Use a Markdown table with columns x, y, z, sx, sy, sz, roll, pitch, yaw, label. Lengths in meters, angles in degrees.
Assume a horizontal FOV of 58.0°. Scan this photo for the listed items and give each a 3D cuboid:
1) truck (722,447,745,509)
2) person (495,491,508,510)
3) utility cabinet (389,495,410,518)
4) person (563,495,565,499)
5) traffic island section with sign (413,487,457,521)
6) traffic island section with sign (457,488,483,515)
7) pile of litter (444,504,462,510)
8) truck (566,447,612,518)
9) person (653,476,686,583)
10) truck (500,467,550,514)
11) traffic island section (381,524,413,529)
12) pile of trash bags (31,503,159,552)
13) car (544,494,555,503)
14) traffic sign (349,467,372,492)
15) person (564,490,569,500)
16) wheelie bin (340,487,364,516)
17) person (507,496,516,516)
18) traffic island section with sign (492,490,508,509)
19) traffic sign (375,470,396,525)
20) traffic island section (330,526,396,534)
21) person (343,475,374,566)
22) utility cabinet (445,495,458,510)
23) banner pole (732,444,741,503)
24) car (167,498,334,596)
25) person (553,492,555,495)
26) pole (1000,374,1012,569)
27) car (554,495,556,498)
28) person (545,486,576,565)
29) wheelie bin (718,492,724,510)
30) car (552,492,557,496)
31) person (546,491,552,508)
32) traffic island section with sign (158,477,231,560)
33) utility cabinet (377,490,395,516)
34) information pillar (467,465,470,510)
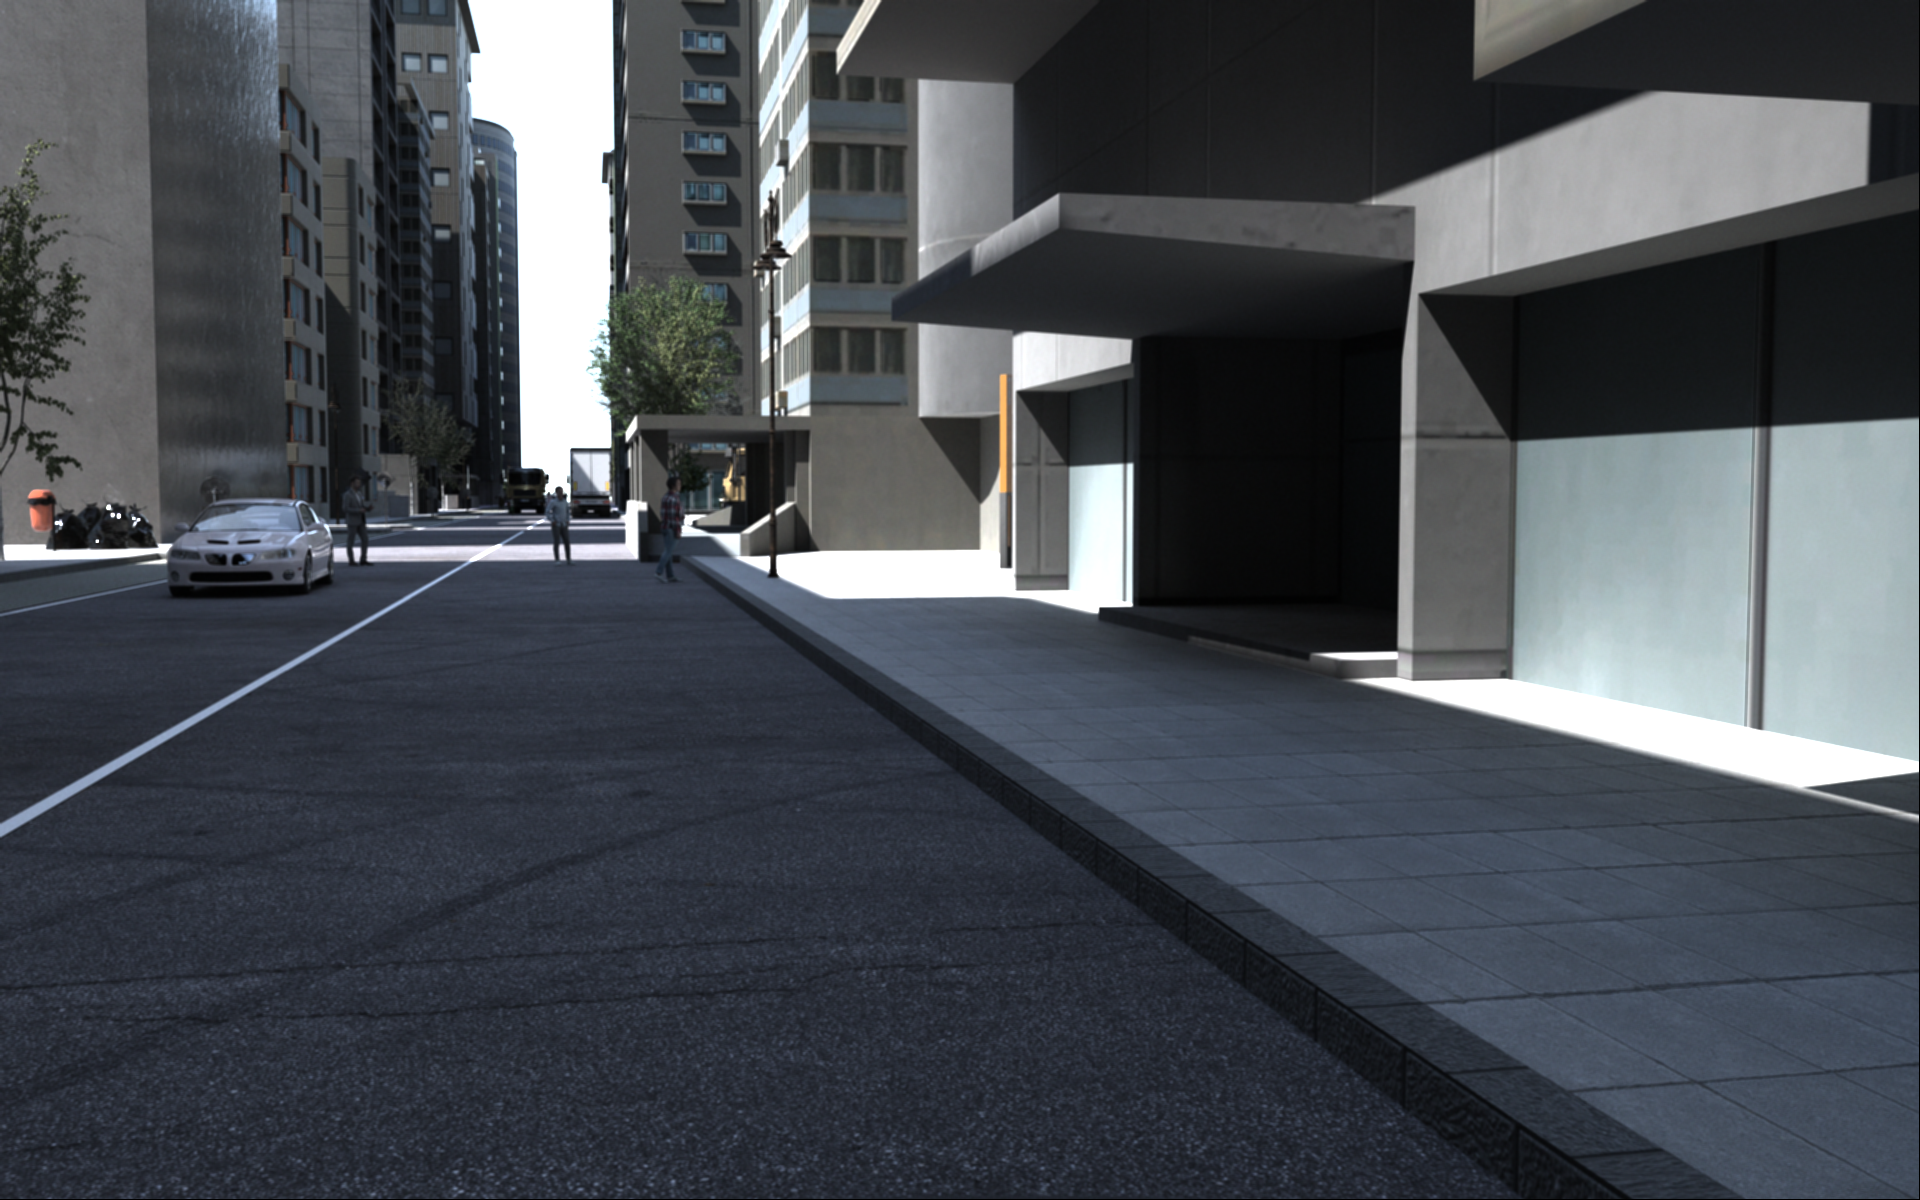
| x | y | z | sx | sy | sz | roll | pitch | yaw | label |
| --- | --- | --- | --- | --- | --- | --- | --- | --- | --- |
| -5.707 | -4.618 | 71.425 | 9.791 | 3.379 | 3.469 | -1 | 4 | -11 | truck |
| -41.404 | -8.999 | 156.369 | 1.217 | 1.736 | 0.721 | -1 | 4 | -9 | person |
| -30.453 | -5.068 | 94.016 | 1.020 | 1.237 | 0.306 | -1 | 4 | -19 | utility cabinet |
| -40.688 | -10.177 | 178.115 | 0.599 | 1.433 | 0.991 | -3 | 4 | -39 | person |
| -28.311 | -5.165 | 93.070 | 1.989 | 1.847 | 2.006 | -1 | 4 | -12 | traffic island section with sign |
| -33.998 | -6.786 | 119.571 | 1.989 | 1.847 | 2.006 | -1 | 4 | -12 | traffic island section with sign |
| -42.065 | -7.957 | 144.055 | 1.719 | 0.858 | 1.176 | -1 | 4 | -19 | pile of litter |
| -23.327 | -7.352 | 109.121 | 2.839 | 4.237 | 11.283 | -1 | 4 | -13 | truck |
| -4.736 | -1.153 | 28.189 | 0.643 | 1.720 | 0.563 | -2 | 4 | -27 | person |
| -31.978 | -8.068 | 127.833 | 3.469 | 3.379 | 9.791 | -1 | 4 | -12 | truck |
| -23.617 | -2.994 | 71.235 | 2.009 | 0.180 | 2.903 | -1 | 4 | -12 | traffic island section |
| -20.267 | -1.853 | 40.054 | 1.912 | 1.369 | 3.447 | 0 | 4 | 7 | pile of trash bags |
| -39.056 | -9.422 | 163.829 | 2.009 | 1.686 | 4.222 | -1 | 4 | -12 | car |
| -21.922 | -3.653 | 63.370 | 0.795 | 2.450 | 0.064 | -1 | 4 | -12 | traffic sign |
| -42.737 | -10.958 | 187.643 | 1.348 | 1.826 | 0.705 | 3 | 4 | 38 | person |
| -26.954 | -4.212 | 76.782 | 0.980 | 1.594 | 0.693 | -2 | 4 | -28 | wheelie bin |
| -29.560 | -6.198 | 114.088 | 0.590 | 1.304 | 0.306 | 0 | 4 | -2 | person |
| -44.532 | -9.791 | 168.713 | 1.989 | 1.847 | 2.006 | -1 | 4 | -12 | traffic island section with sign |
| -23.595 | -4.131 | 71.178 | 0.795 | 2.450 | 0.064 | -1 | 4 | -12 | traffic sign |
| -21.943 | -2.517 | 63.427 | 2.009 | 0.180 | 2.903 | -1 | 4 | -12 | traffic island section |
| -12.000 | -1.584 | 34.594 | 0.583 | 1.804 | 0.606 | 1 | 4 | 11 | person |
| -41.178 | -7.899 | 140.312 | 0.306 | 1.237 | 1.020 | 3 | 5 | 43 | utility cabinet |
| -8.197 | -4.498 | 63.557 | 0.401 | 3.779 | 0.863 | 1 | 4 | 18 | banner pole |
| -10.579 | -0.837 | 26.049 | 2.083 | 1.381 | 4.827 | -1 | 4 | -14 | car |
| -63.182 | -15.876 | 268.792 | 1.217 | 1.743 | 0.721 | 2 | 4 | 27 | person |
| 0.789 | -2.189 | 29.642 | 0.158 | 3.312 | 0.155 | 0 | 3 | 0 | pole |
| -44.752 | -10.781 | 188.844 | 1.945 | 1.354 | 3.894 | -1 | 4 | -11 | car |
| -8.060 | -1.503 | 34.891 | 0.589 | 1.601 | 0.330 | -2 | 4 | -34 | person |
| -10.218 | -4.189 | 76.392 | 0.693 | 1.594 | 0.980 | -3 | 5 | -44 | wheelie bin |
| -69.031 | -17.612 | 296.622 | 2.281 | 1.827 | 5.304 | -1 | 4 | -13 | car |
| -37.105 | -9.008 | 156.443 | 0.621 | 1.740 | 0.551 | 1 | 4 | 18 | person |
| -16.669 | -1.839 | 38.700 | 1.989 | 1.847 | 2.006 | -1 | 4 | -12 | traffic island section with sign |
| -33.491 | -5.647 | 101.009 | 0.318 | 1.500 | 1.173 | 2 | 4 | 34 | utility cabinet |
| -39.940 | -9.125 | 140.547 | 0.183 | 3.616 | 0.504 | -1 | 4 | -13 | information pillar |
